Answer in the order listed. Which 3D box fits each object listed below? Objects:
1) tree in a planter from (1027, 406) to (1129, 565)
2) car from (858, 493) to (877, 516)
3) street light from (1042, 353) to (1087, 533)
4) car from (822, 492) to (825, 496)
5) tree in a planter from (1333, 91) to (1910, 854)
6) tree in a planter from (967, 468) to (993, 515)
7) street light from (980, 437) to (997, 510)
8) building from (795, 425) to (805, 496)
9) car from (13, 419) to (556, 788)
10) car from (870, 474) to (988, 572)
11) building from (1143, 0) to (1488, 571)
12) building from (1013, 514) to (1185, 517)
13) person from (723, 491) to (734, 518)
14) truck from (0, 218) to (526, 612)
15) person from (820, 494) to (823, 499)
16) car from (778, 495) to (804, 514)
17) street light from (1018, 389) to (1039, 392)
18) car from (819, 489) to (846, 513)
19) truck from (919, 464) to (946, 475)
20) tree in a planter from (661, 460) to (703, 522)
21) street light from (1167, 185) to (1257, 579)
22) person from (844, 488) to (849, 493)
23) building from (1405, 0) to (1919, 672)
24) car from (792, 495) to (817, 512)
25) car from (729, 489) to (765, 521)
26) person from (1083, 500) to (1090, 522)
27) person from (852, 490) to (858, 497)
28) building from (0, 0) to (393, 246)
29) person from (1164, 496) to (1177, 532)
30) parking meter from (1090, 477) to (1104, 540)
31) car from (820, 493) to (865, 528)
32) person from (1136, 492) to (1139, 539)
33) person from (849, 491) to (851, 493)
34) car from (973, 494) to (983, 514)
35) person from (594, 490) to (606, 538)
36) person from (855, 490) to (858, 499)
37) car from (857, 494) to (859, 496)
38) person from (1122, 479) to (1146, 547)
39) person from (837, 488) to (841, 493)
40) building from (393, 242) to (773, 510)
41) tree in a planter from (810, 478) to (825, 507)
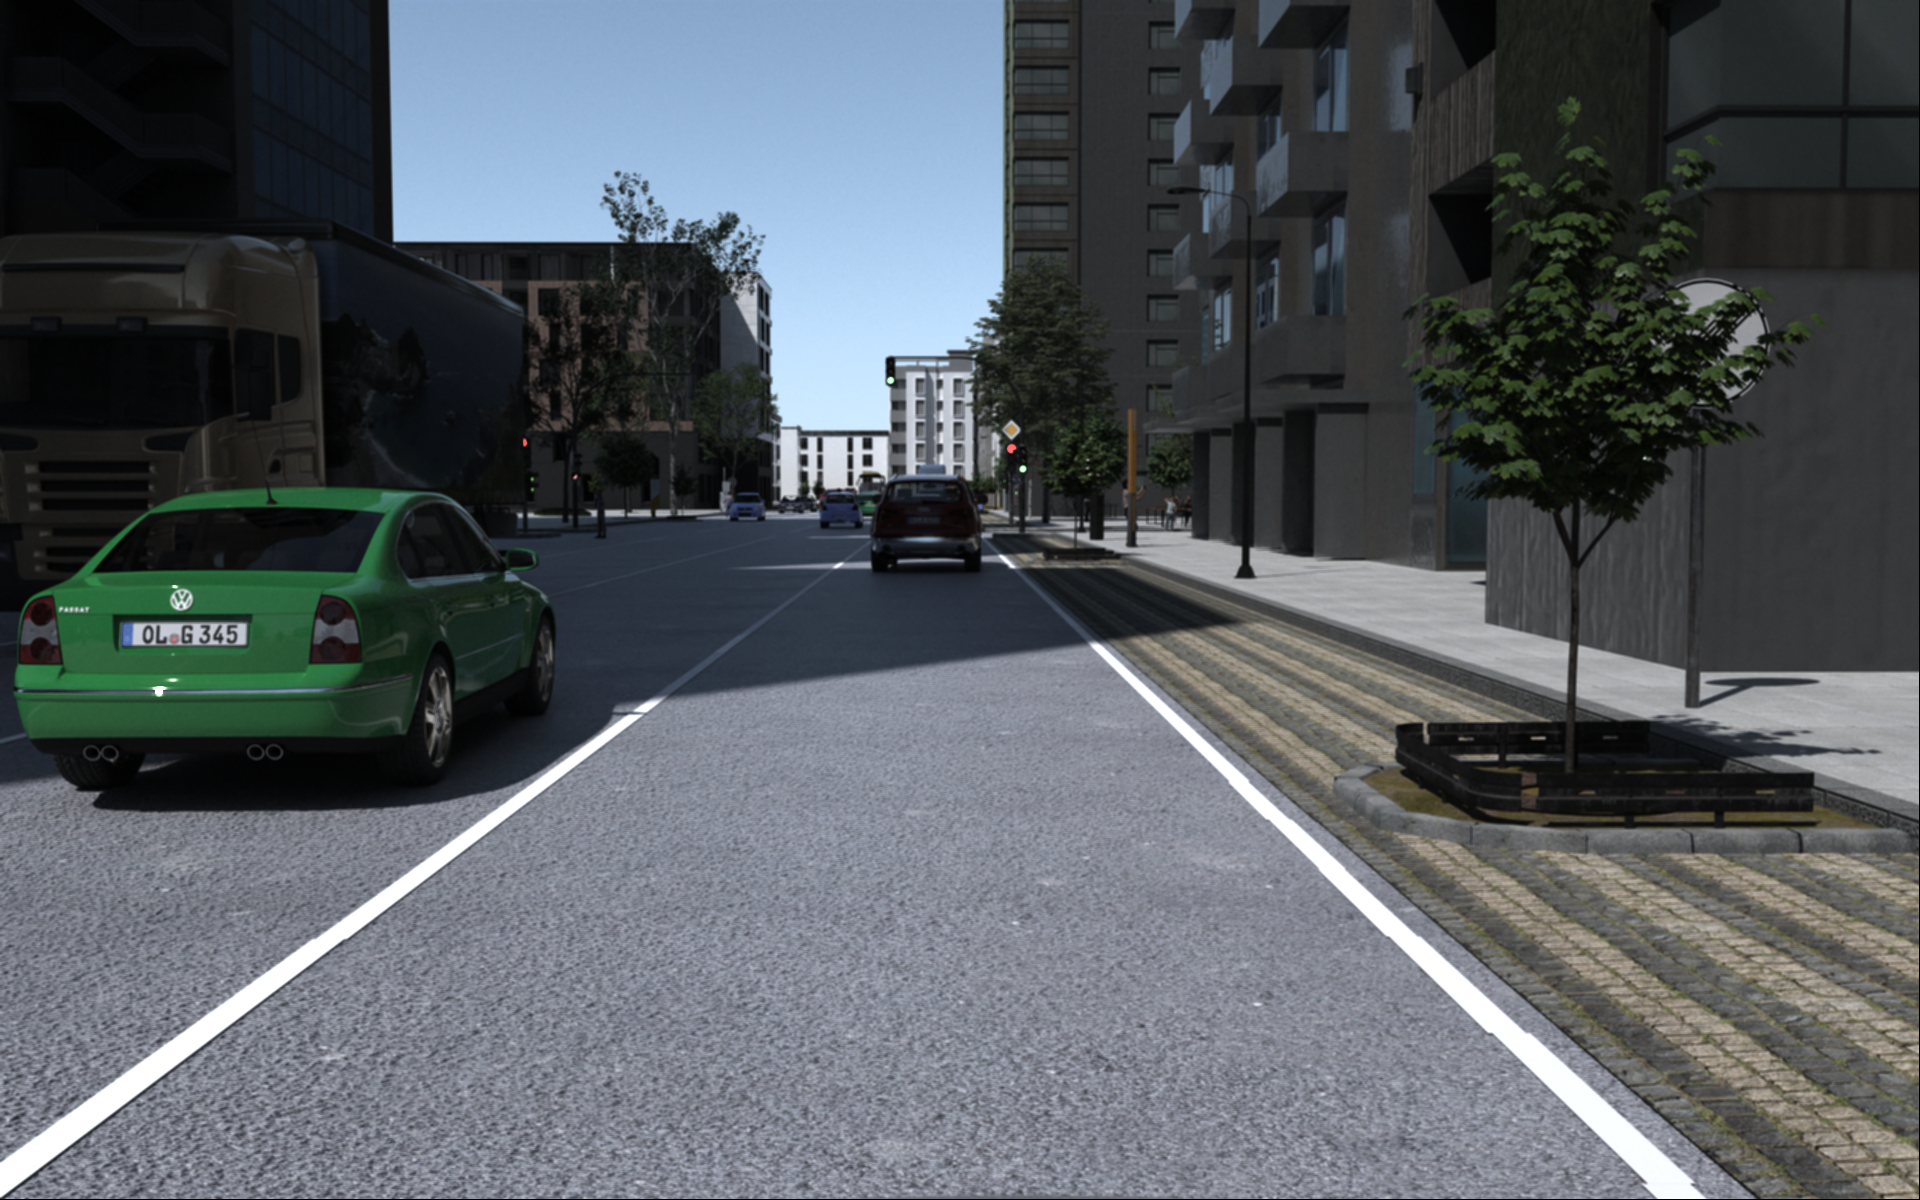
[{"bbox_3d":[2.375,-2.337,35.432,1.991,3.239,1.994,0,4,-1],"label":"tree in a planter"},{"bbox_3d":[-4.913,-5.326,95.880,1.959,1.807,4.718,0,3,0],"label":"car"},{"bbox_3d":[3.496,-5.185,57.311,1.470,5.913,1.316,0,4,-1],"label":"street light"},{"bbox_3d":[-13.619,-10.700,183.613,2.281,1.827,5.304,0,4,-2],"label":"car"},{"bbox_3d":[2.764,-0.643,7.742,1.991,3.239,1.994,0,4,-1],"label":"tree in a planter"},{"bbox_3d":[1.224,-7.324,116.967,1.991,3.239,1.994,0,4,-1],"label":"tree in a planter"},{"bbox_3d":[2.333,-10.237,139.914,1.470,5.913,1.316,0,4,-1],"label":"street light"},{"bbox_3d":[-33.778,-16.517,212.196,28.070,9.664,9.099,0,4,-1],"label":"building"},{"bbox_3d":[-3.507,-0.064,9.838,1.959,1.807,4.718,0,4,-2],"label":"car"},{"bbox_3d":[-0.599,-1.520,33.530,2.281,1.827,5.304,0,4,1],"label":"car"},{"bbox_3d":[17.241,-25.726,40.233,23.786,49.044,30.456,0,4,-1],"label":"building"},{"bbox_3d":[9.911,-25.708,103.925,14.154,41.232,14.086,0,4,-1],"label":"building"},{"bbox_3d":[-13.834,-5.727,104.092,0.963,1.587,0.435,0,4,4],"label":"person"},{"bbox_3d":[-7.572,-1.897,19.933,2.839,4.237,11.283,0,4,0],"label":"truck"},{"bbox_3d":[-16.382,-12.139,207.501,0.750,1.759,0.617,-2,4,-35],"label":"person"},{"bbox_3d":[-12.502,-7.085,128.427,1.945,1.354,3.894,0,4,-3],"label":"car"},{"bbox_3d":[3.252,-6.351,76.385,1.470,5.913,1.316,0,4,-1],"label":"street light"},{"bbox_3d":[-8.716,-6.928,121.945,2.281,1.827,5.304,0,4,1],"label":"car"},{"bbox_3d":[-2.263,-9.854,150.879,2.967,4.110,18.799,0,4,-2],"label":"truck"},{"bbox_3d":[-14.510,-5.702,90.453,1.991,3.239,1.994,0,4,-1],"label":"tree in a planter"},{"bbox_3d":[3.814,-3.284,26.237,1.470,5.913,1.316,0,4,-1],"label":"street light"},{"bbox_3d":[-7.517,-6.585,116.036,0.709,1.838,0.599,2,4,26],"label":"person"},{"bbox_3d":[12.210,-15.094,18.487,14.160,30.474,14.107,0,4,-1],"label":"building"},{"bbox_3d":[-12.453,-7.719,138.781,1.945,1.354,3.894,0,4,0],"label":"car"},{"bbox_3d":[-11.385,-5.092,92.838,1.945,1.707,3.694,0,4,-2],"label":"car"},{"bbox_3d":[5.843,-4.357,79.500,0.590,1.554,0.614,-3,5,-42],"label":"person"},{"bbox_3d":[-7.868,-7.228,127.393,0.841,1.734,0.376,-1,4,-12],"label":"person"},{"bbox_3d":[-24.506,-24.193,45.668,14.200,45.320,14.600,0,4,-1],"label":"building"},{"bbox_3d":[7.696,-3.130,63.587,0.435,1.345,0.340,-1,4,-23],"label":"person"},{"bbox_3d":[3.826,-2.609,48.370,0.255,1.863,0.399,-2,4,-30],"label":"parking meter"},{"bbox_3d":[-5.030,-3.928,73.818,1.945,1.707,3.694,0,4,-1],"label":"car"},{"bbox_3d":[4.924,-2.418,49.482,0.435,1.345,0.340,3,5,42],"label":"person"},{"bbox_3d":[-12.530,-11.506,197.067,0.568,1.767,0.683,-3,5,-42],"label":"person"},{"bbox_3d":[0.856,-7.144,126.401,1.945,1.707,3.694,0,4,0],"label":"car"},{"bbox_3d":[-11.682,-2.792,56.209,0.319,1.574,0.516,-2,4,-32],"label":"person"},{"bbox_3d":[-8.046,-7.624,134.066,0.530,1.710,0.541,0,4,2],"label":"person"},{"bbox_3d":[-8.974,-8.444,147.848,2.009,1.686,4.222,0,4,0],"label":"car"},{"bbox_3d":[4.264,-2.138,42.459,0.517,1.644,0.566,-2,4,-31],"label":"person"},{"bbox_3d":[-6.310,-5.009,91.118,0.376,1.734,0.841,3,5,43],"label":"person"},{"bbox_3d":[-32.483,-19.144,156.981,27.936,21.610,32.646,0,4,-1],"label":"building"},{"bbox_3d":[-15.981,-12.041,194.098,1.991,3.239,1.994,0,4,-1],"label":"tree in a planter"}]
